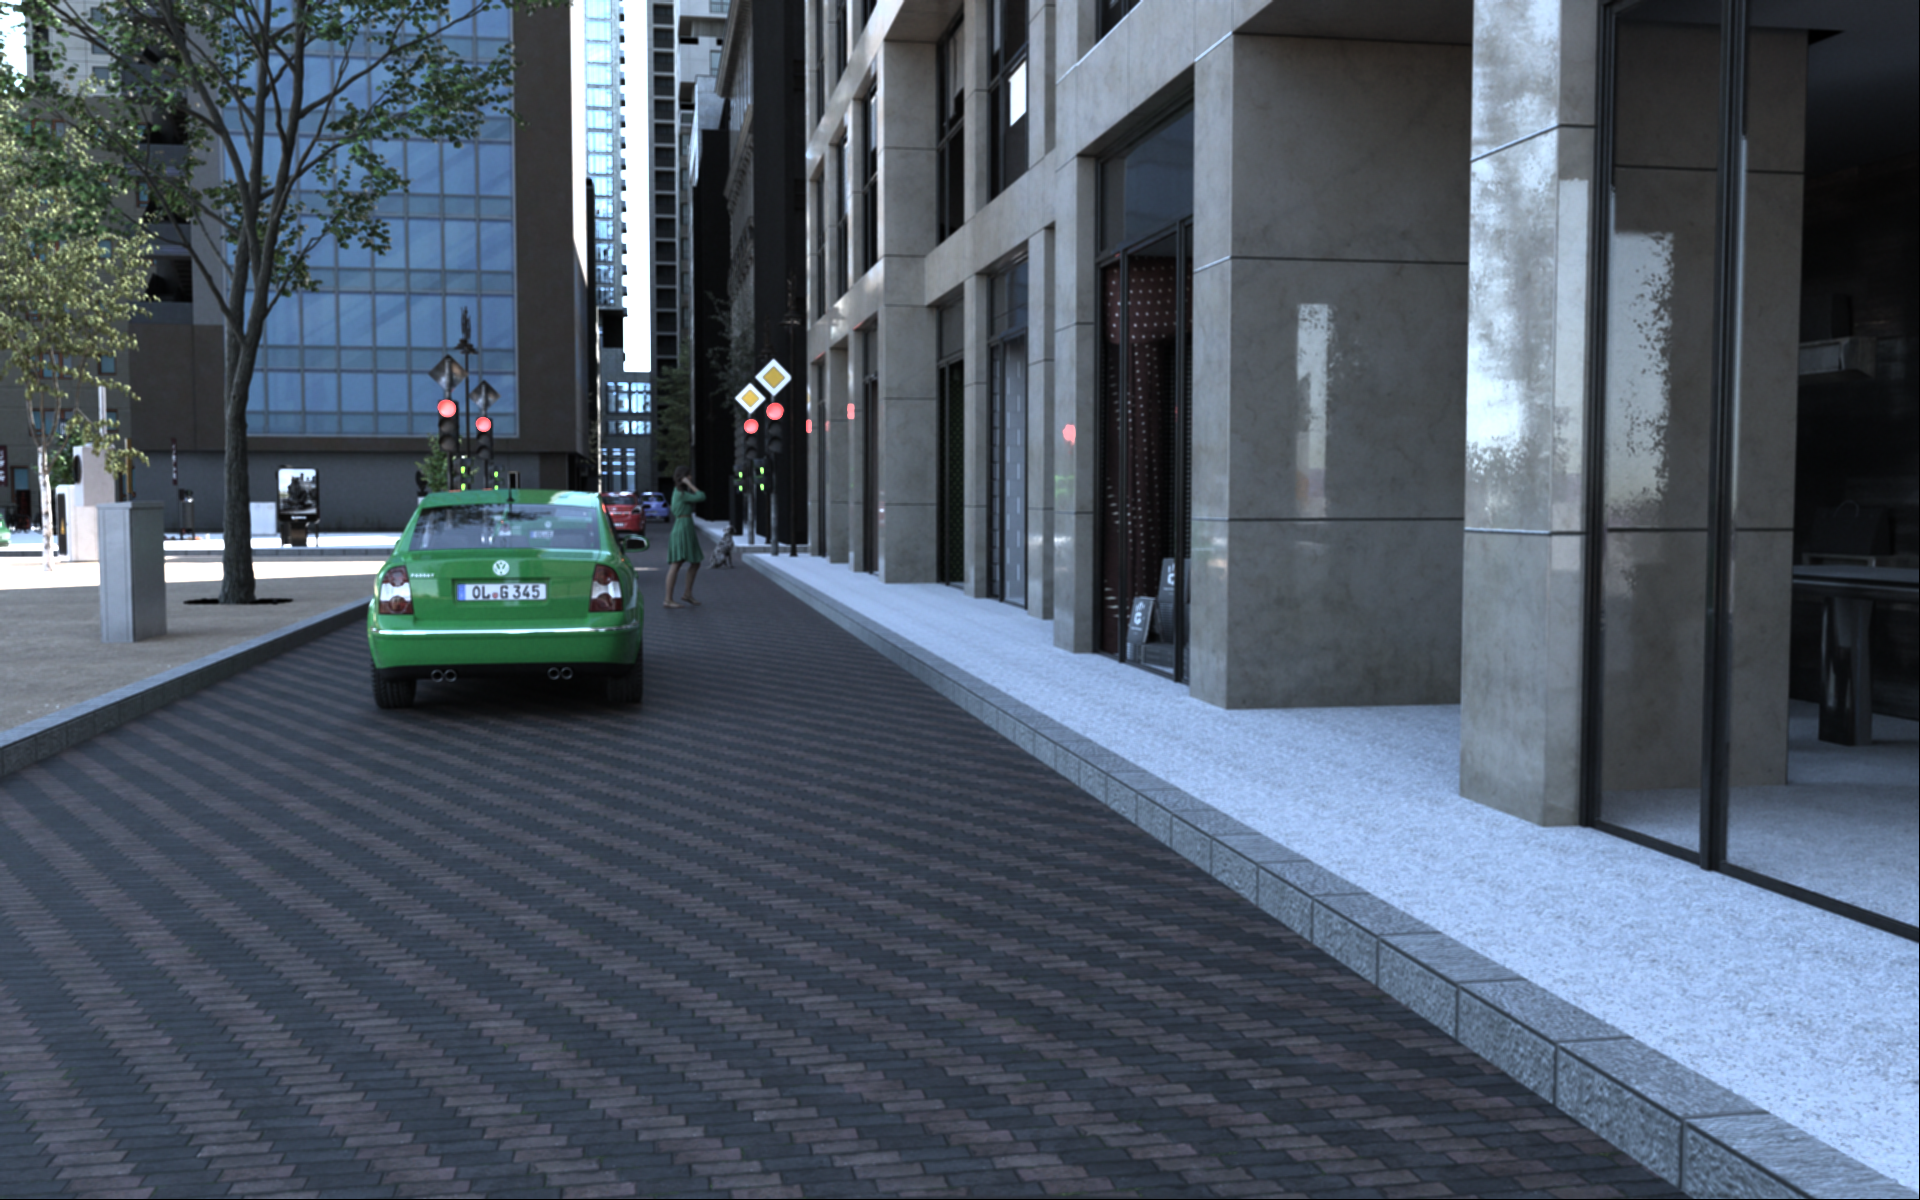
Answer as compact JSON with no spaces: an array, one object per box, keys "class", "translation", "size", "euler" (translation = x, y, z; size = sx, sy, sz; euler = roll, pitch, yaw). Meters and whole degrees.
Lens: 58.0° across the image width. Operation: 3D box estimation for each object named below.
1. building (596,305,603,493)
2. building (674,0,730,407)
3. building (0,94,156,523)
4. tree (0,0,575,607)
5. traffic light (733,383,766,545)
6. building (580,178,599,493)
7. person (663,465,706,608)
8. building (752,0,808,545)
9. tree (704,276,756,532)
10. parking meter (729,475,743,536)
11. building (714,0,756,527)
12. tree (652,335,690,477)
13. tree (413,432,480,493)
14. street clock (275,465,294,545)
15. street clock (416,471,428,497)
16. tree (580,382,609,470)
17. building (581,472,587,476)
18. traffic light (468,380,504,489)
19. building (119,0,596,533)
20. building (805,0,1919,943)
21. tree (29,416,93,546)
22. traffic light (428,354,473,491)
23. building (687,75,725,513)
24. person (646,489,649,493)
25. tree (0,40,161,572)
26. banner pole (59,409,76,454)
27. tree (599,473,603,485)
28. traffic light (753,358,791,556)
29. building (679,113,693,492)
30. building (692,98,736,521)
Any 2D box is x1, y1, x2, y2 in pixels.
[{"class":"building","translation":[-51.472,-20.239,175.951],"size":[28.899,21.520,27.650],"euler":[-1,4,-10]},{"class":"building","translation":[-11.995,-34.746,157.334],"size":[28.713,52.752,27.495],"euler":[-1,4,-10]},{"class":"building","translation":[-34.959,-15.033,90.834],"size":[27.650,21.520,28.899],"euler":[-1,4,-10]},{"class":"tree","translation":[-8.313,-5.766,20.035],"size":[9.928,11.665,9.643],"euler":[0,3,0]},{"class":"traffic light","translation":[-5.313,-3.357,43.813],"size":[0.839,4.253,0.868],"euler":[-1,4,-10]},{"class":"building","translation":[-38.943,-23.178,150.668],"size":[14.160,30.474,14.107],"euler":[-1,4,-10]},{"class":"person","translation":[-3.523,-0.806,21.932],"size":[0.529,1.795,0.600],"euler":[-2,4,-25]},{"class":"building","translation":[2.331,-13.491,50.250],"size":[15.834,23.373,12.332],"euler":[-1,4,-10]},{"class":"tree","translation":[-6.763,-6.612,58.470],"size":[4.360,8.622,3.978],"euler":[0,3,0]},{"class":"parking meter","translation":[-6.925,-2.930,53.611],"size":[0.255,1.863,0.399],"euler":[3,4,37]},{"class":"building","translation":[-4.280,-14.915,72.740],"size":[11.050,23.489,19.941],"euler":[-1,4,-10]},{"class":"tree","translation":[-18.225,-12.546,123.255],"size":[7.486,12.596,7.792],"euler":[0,3,0]},{"class":"tree","translation":[-14.066,-3.221,47.272],"size":[1.663,3.219,1.824],"euler":[0,3,0]},{"class":"street clock","translation":[-17.003,-2.396,43.739],"size":[0.471,2.002,0.358],"euler":[1,4,19]},{"class":"street clock","translation":[-16.566,-2.985,53.383],"size":[0.358,2.002,0.471],"euler":[-3,5,-39]},{"class":"tree","translation":[-24.823,-9.858,111.542],"size":[4.360,8.622,3.978],"euler":[0,3,0]},{"class":"building","translation":[-39.410,-28.959,128.102],"size":[22.147,44.769,28.867],"euler":[-1,4,-10]},{"class":"traffic light","translation":[-11.667,-3.285,42.639],"size":[0.839,4.253,0.868],"euler":[-1,4,-10]},{"class":"building","translation":[-20.944,-25.234,62.680],"size":[14.600,45.320,14.200],"euler":[-1,4,-10]},{"class":"building","translation":[9.301,-13.219,20.643],"size":[19.350,26.468,34.151],"euler":[-1,4,-10]},{"class":"tree","translation":[-22.036,-2.974,43.222],"size":[1.663,3.219,1.824],"euler":[0,3,0]},{"class":"traffic light","translation":[-10.230,-2.805,34.783],"size":[0.839,4.253,0.868],"euler":[-1,4,-10]},{"class":"building","translation":[-10.683,-17.792,108.915],"size":[12.078,24.808,19.932],"euler":[-1,4,-10]},{"class":"person","translation":[-26.486,-8.462,146.833],"size":[0.705,1.826,1.348],"euler":[2,4,24]},{"class":"tree","translation":[-14.877,-4.745,27.943],"size":[4.737,8.622,4.395],"euler":[0,3,0]},{"class":"banner pole","translation":[-26.224,-3.735,51.090],"size":[0.401,3.779,0.863],"euler":[1,4,14]},{"class":"tree","translation":[-35.093,-10.911,162.107],"size":[4.285,4.588,4.351],"euler":[0,3,0]},{"class":"traffic light","translation":[-3.876,-2.877,35.958],"size":[0.839,4.253,0.868],"euler":[-1,4,-10]},{"class":"building","translation":[-14.836,-22.268,135.791],"size":[14.160,30.474,14.107],"euler":[-1,4,-10]},{"class":"building","translation":[-7.603,-16.006,91.375],"size":[12.332,23.373,15.834],"euler":[-1,4,-10]}]
